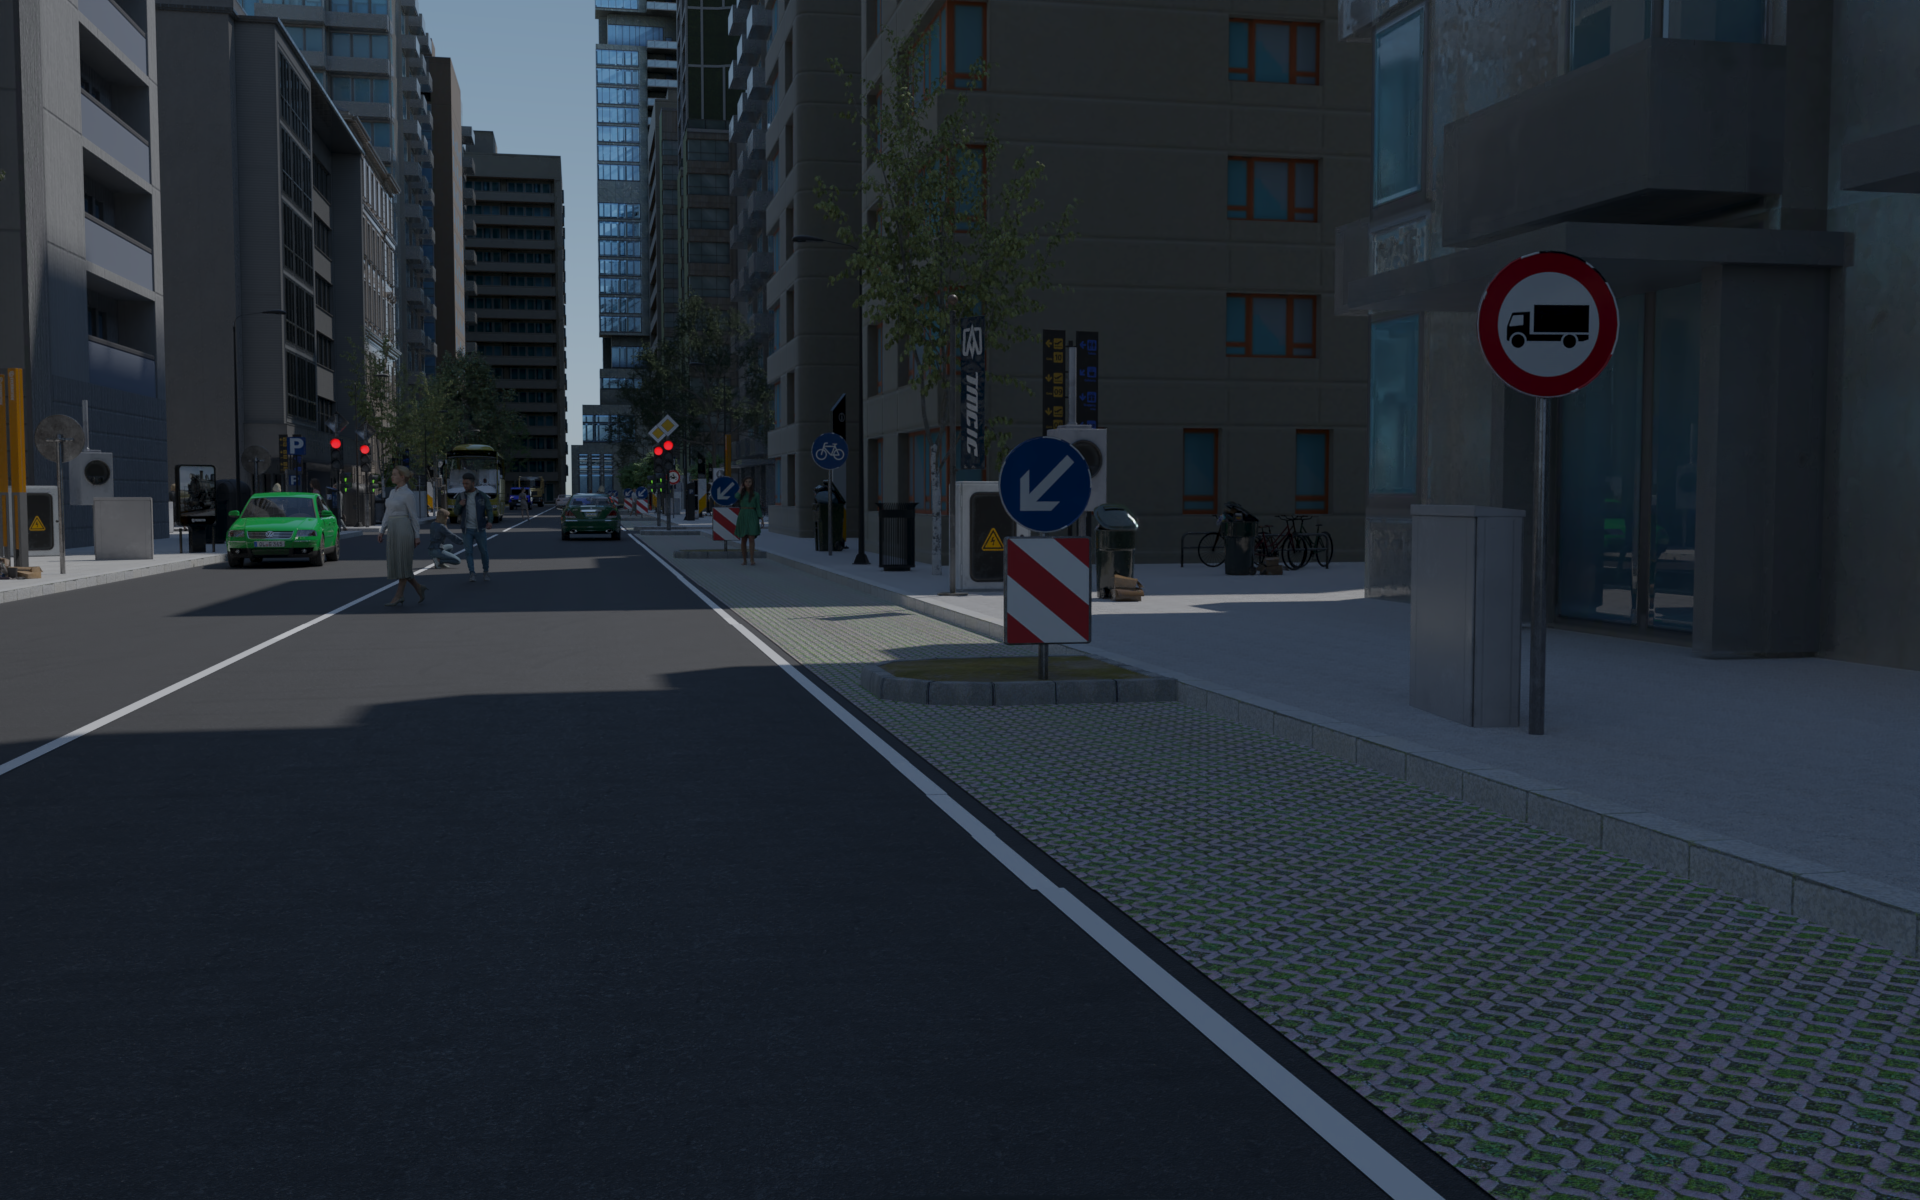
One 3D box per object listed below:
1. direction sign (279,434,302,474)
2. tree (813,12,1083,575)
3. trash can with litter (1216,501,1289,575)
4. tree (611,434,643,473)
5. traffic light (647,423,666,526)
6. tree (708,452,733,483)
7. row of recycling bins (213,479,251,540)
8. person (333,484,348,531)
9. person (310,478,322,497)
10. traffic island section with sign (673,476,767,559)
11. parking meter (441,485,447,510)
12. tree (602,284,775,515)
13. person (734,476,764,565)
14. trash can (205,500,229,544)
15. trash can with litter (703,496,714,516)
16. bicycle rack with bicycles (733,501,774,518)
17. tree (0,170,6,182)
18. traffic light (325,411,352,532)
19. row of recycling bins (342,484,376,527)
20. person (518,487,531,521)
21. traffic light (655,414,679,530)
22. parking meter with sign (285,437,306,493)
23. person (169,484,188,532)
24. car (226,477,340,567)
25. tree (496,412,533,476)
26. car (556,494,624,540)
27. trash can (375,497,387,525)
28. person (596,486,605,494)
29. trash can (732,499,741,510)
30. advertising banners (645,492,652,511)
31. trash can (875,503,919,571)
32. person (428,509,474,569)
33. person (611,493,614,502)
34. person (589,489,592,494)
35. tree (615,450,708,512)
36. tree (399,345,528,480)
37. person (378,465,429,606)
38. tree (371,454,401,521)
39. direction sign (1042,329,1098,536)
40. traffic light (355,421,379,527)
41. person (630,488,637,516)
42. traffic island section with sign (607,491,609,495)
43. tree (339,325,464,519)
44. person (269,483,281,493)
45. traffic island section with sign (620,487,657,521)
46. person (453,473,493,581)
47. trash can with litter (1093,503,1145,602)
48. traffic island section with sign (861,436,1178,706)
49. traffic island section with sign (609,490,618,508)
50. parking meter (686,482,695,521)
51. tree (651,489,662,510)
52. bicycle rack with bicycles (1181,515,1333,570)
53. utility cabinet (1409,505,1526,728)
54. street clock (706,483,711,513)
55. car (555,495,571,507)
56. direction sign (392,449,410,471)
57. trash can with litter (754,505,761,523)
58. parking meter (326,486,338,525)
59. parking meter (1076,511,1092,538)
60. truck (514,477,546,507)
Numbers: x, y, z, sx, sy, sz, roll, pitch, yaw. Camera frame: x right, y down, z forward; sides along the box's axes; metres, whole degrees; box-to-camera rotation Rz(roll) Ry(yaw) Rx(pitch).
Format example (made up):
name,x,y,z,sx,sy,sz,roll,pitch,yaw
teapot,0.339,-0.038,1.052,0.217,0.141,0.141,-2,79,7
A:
name,x,y,z,sx,sy,sz,roll,pitch,yaw
direction sign,-25.393,-4.511,65.757,0.876,3.537,0.379,0,4,3
tree,-0.320,-4.684,26.943,4.737,8.622,4.395,0,3,0
trash can with litter,4.651,-0.986,27.515,1.055,1.170,0.624,-1,4,-12
tree,-40.081,-15.807,208.800,4.360,8.622,3.978,0,3,0
traffic light,-11.997,-4.885,68.787,0.839,4.253,0.868,-1,4,-12
tree,-18.455,-8.816,127.856,4.285,4.588,4.351,0,3,0
row of recycling bins,-20.552,-2.533,48.522,1.069,1.692,3.534,-2,4,-29
person,-23.150,-3.404,64.252,0.767,1.812,0.694,0,4,3
person,-16.204,-2.136,43.428,0.388,1.821,0.555,-2,4,-33
traffic island section with sign,-5.454,-1.864,39.099,1.989,1.847,2.006,-1,4,-12
parking meter,-32.359,-6.294,108.621,0.255,1.863,0.399,1,4,14
tree,-11.183,-8.761,77.649,7.601,10.594,8.767,0,4,1
person,-4.231,-1.585,34.666,0.600,1.795,0.529,-1,4,-15
trash can,-19.211,-2.018,44.645,0.748,1.137,0.748,0,3,0
trash can with litter,-14.358,-5.435,99.920,1.678,1.210,2.233,-2,4,-29
bicycle rack with bicycles,-10.865,-4.530,87.450,2.925,0.926,2.852,3,4,36
tree,-13.153,-4.266,20.118,4.360,8.622,3.978,0,3,0
traffic light,-21.050,-4.264,58.630,0.839,4.253,0.868,-1,4,-12
row of recycling bins,-24.006,-3.805,69.318,1.069,1.692,3.534,-1,4,-11
person,-23.022,-5.061,91.582,0.599,1.781,0.374,1,4,21
traffic light,-10.294,-4.408,60.985,0.839,4.253,0.868,-1,4,-12
parking meter with sign,-20.637,-3.513,53.699,0.543,3.016,1.738,-2,4,-26
person,-28.242,-3.333,63.217,1.509,1.804,0.699,0,4,-7
car,-13.810,-1.630,35.443,1.959,1.807,4.718,-1,4,-14
tree,-56.914,-17.712,215.353,9.928,11.665,9.643,0,3,0
car,-11.748,-2.648,55.086,2.131,1.459,4.920,-1,4,-12
trash can,-24.460,-3.740,72.799,0.748,1.137,0.748,0,3,0
person,-15.659,-4.091,75.573,0.537,1.800,0.526,1,4,13
trash can,-10.064,-4.107,78.797,0.748,1.137,0.748,0,3,0
advertising banners,-24.112,-8.481,134.849,0.090,3.025,2.074,-2,4,-34
trash can,-1.052,-1.055,28.906,0.748,1.137,0.748,0,3,0
person,-10.000,-1.199,33.598,0.738,1.151,1.012,-3,5,-41
person,-27.148,-7.594,135.257,0.503,1.515,0.523,2,4,32
person,-29.682,-8.016,139.576,0.388,1.821,0.555,0,4,-4
tree,-20.266,-8.136,116.734,4.285,4.588,4.351,0,3,0
tree,-38.273,-13.247,133.598,9.611,12.733,9.660,0,3,0
person,-7.158,-0.832,22.334,0.641,1.798,0.478,-3,5,-43
tree,-27.287,-5.375,82.486,1.663,3.219,1.824,0,3,0
direction sign,1.532,-1.960,24.045,0.876,3.537,0.379,-2,4,-27
traffic light,-22.753,-4.741,66.432,0.839,4.253,0.868,-1,4,-12
person,-20.858,-6.240,110.747,0.641,1.798,0.478,3,4,36
traffic island section with sign,-33.668,-9.768,168.331,1.989,1.847,2.006,-1,4,-12
tree,-25.201,-7.690,76.095,4.737,8.622,4.395,0,3,0
person,-23.784,-3.152,60.226,0.537,1.800,0.526,-1,4,-15
traffic island section with sign,-17.200,-5.157,92.947,1.989,1.847,2.006,-1,4,-12
person,-8.004,-1.202,28.494,0.623,1.781,0.721,-1,4,-19
trash can with litter,2.003,-0.592,21.070,0.624,1.170,1.055,-1,4,-12
traffic island section with sign,0.324,-0.244,12.617,1.989,1.847,2.006,-1,4,-12
traffic island section with sign,-23.036,-6.791,119.657,1.989,1.847,2.006,-1,4,-12
parking meter,-12.965,-4.743,83.264,0.399,1.863,0.255,-2,4,-23
tree,-24.108,-8.805,138.560,1.663,3.219,1.824,0,3,0
bicycle rack with bicycles,5.296,-1.013,29.946,2.925,0.926,2.852,-2,4,-29
utility cabinet,2.913,0.072,9.992,0.306,1.237,1.020,0,4,-5
street clock,-17.039,-6.884,117.130,0.358,2.002,0.471,3,5,45
car,-40.336,-10.060,176.848,2.083,1.381,4.827,-1,4,-14
direction sign,-28.028,-5.801,86.851,0.876,3.537,0.379,0,4,1
trash can with litter,-8.819,-3.735,72.460,1.055,1.170,0.624,3,5,39
parking meter,-20.925,-3.016,57.717,0.372,1.533,0.369,0,3,0
parking meter,2.110,-1.453,29.465,0.255,1.863,0.399,0,4,4
truck,-48.046,-12.125,194.160,3.469,3.379,9.791,-1,4,-12
